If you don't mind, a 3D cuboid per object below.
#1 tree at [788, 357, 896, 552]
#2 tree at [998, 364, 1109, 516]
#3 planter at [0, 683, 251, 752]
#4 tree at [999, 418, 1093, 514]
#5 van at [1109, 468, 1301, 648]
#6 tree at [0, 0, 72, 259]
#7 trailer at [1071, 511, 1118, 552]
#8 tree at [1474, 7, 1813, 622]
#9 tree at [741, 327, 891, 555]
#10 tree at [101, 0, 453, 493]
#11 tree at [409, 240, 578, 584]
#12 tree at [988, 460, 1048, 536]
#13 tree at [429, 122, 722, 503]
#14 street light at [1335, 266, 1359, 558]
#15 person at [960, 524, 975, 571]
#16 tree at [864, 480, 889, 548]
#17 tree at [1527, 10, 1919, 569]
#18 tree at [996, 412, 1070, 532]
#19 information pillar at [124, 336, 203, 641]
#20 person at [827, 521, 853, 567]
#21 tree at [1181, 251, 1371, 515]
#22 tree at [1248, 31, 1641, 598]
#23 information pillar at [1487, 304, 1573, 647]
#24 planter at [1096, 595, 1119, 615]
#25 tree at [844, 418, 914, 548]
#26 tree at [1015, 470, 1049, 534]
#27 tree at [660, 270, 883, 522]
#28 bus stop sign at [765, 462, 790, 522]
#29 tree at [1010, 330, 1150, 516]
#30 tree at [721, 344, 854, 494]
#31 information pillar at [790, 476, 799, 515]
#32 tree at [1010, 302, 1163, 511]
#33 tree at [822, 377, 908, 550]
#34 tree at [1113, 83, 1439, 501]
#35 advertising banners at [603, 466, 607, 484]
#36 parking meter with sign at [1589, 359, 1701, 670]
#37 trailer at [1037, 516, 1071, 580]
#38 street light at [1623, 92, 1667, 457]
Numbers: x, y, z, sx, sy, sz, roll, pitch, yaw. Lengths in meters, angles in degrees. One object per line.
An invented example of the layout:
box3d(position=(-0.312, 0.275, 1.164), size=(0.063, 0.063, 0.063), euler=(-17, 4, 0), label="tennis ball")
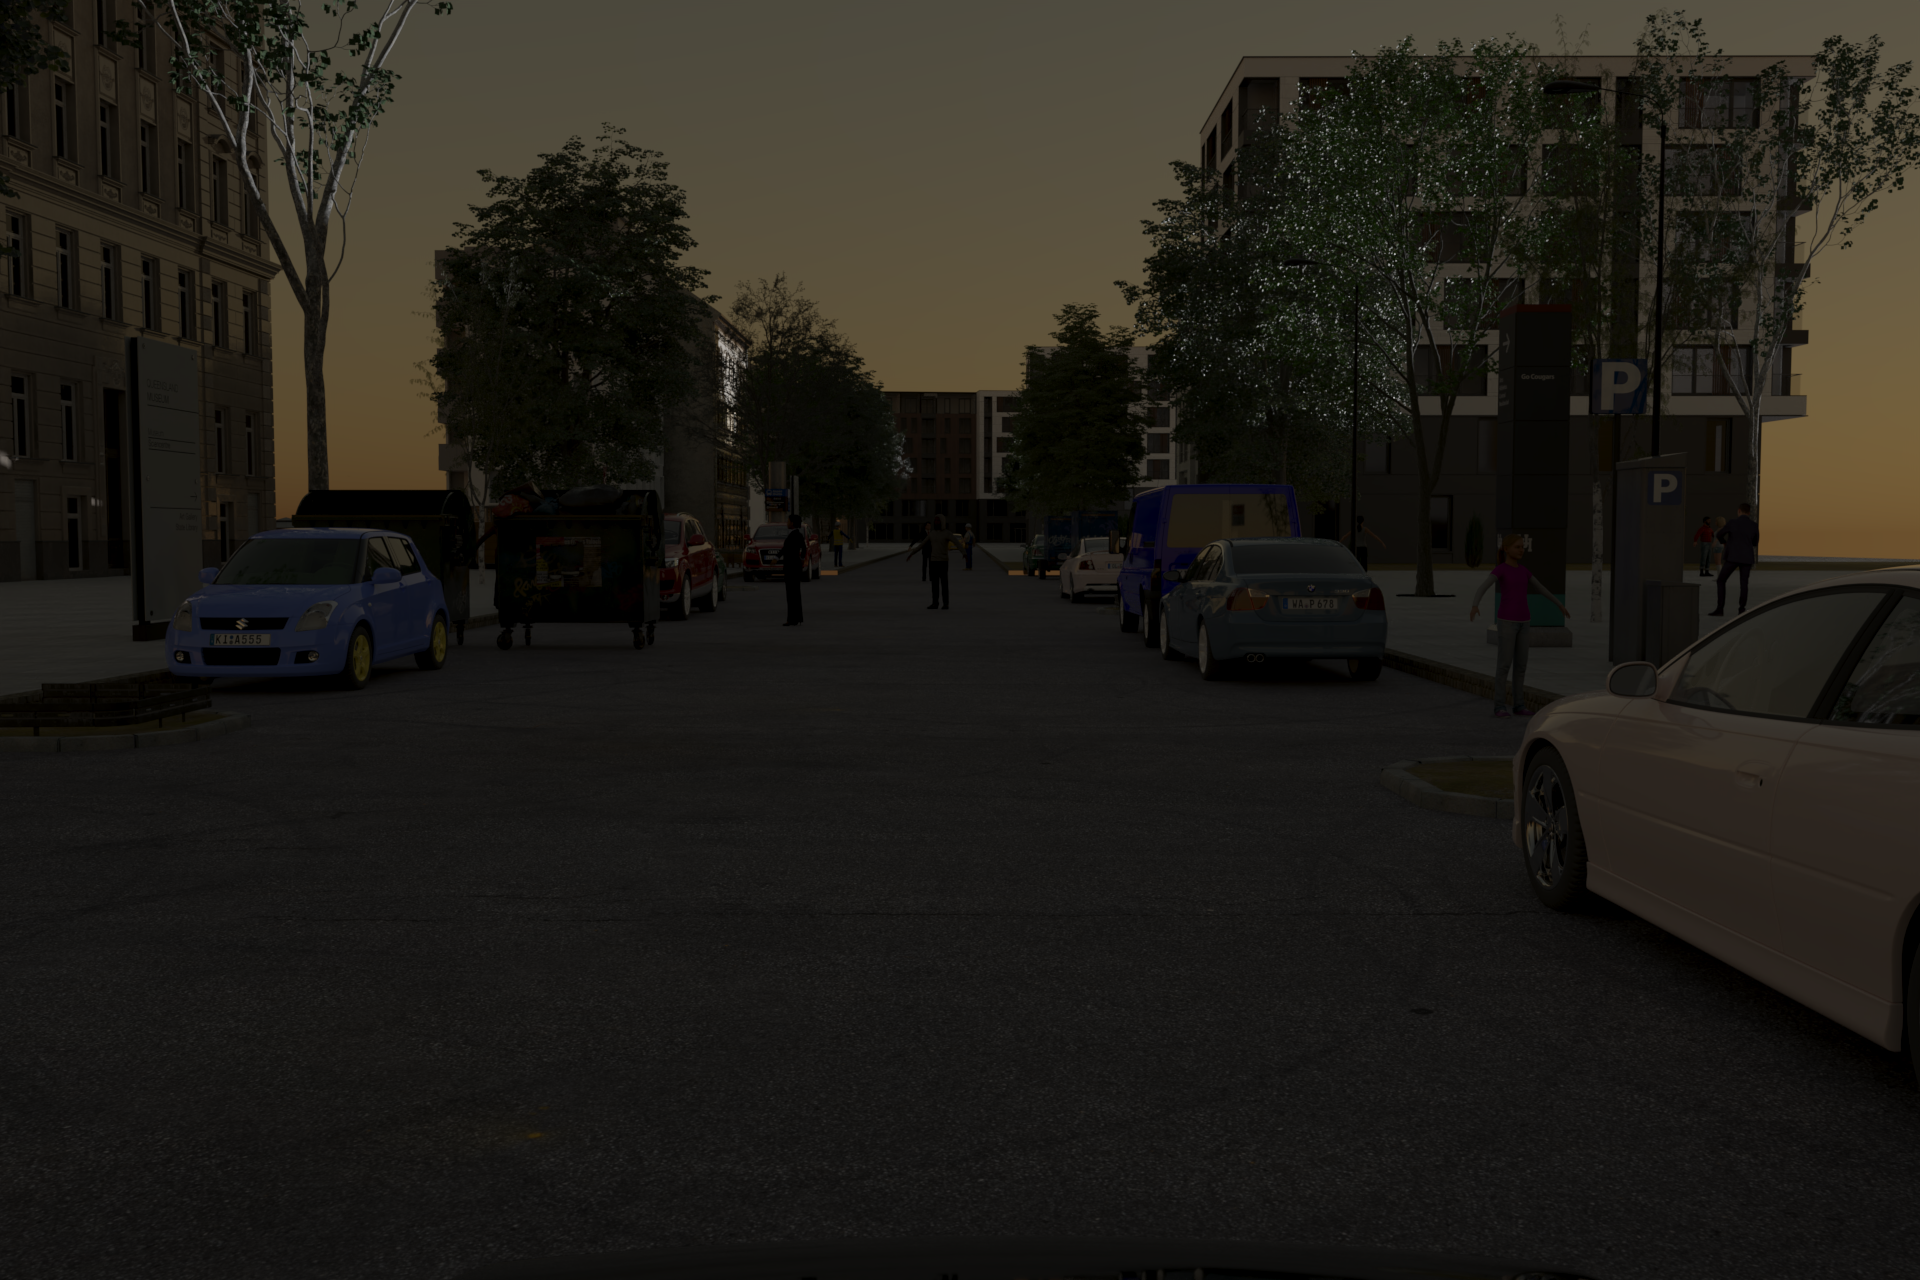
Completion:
box3d(position=(-9.292, -13.360, 125.084), size=(9.857, 13.997, 8.962), euler=(0, 3, 0), label="tree")
box3d(position=(6.081, -10.970, 105.108), size=(9.928, 11.665, 9.643), euler=(0, 3, 0), label="tree")
box3d(position=(-6.259, 0.536, 12.376), size=(1.991, 0.319, 1.994), euler=(0, 4, 0), label="planter")
box3d(position=(6.097, -11.254, 118.419), size=(7.601, 10.594, 8.767), euler=(-2, 4, -26), label="tree")
box3d(position=(3.272, -1.169, 23.505), size=(2.240, 2.365, 5.245), euler=(0, 4, -1), label="van")
box3d(position=(-12.159, -6.567, 14.033), size=(9.857, 13.997, 8.962), euler=(0, 3, 0), label="tree")
box3d(position=(3.348, -2.256, 43.927), size=(1.471, 1.999, 3.904), euler=(0, 3, 0), label="trailer")
box3d(position=(9.134, -4.576, 25.174), size=(4.360, 8.622, 3.978), euler=(0, 3, 0), label="tree")
box3d(position=(-8.863, -12.162, 105.510), size=(9.857, 13.997, 8.962), euler=(0, 3, 0), label="tree")
box3d(position=(-13.377, -10.731, 31.342), size=(12.611, 20.169, 13.585), euler=(0, 3, 0), label="tree")
box3d(position=(-12.386, -5.728, 44.017), size=(4.360, 8.622, 3.978), euler=(0, 3, 0), label="tree")
box3d(position=(6.744, -13.572, 156.306), size=(8.767, 10.594, 7.601), euler=(-1, 4, -10), label="tree")
box3d(position=(-12.442, -9.058, 54.749), size=(9.857, 13.997, 8.962), euler=(0, 3, 0), label="tree")
box3d(position=(7.230, -3.472, 29.316), size=(1.470, 5.913, 1.316), euler=(0, 4, 0), label="street light")
box3d(position=(0.310, -3.663, 68.203), size=(0.705, 1.847, 1.347), euler=(2, 4, 28), label="person")
box3d(position=(-8.503, -13.021, 163.253), size=(4.737, 8.622, 4.395), euler=(0, 3, 0), label="tree")
box3d(position=(27.823, -12.709, 63.681), size=(12.611, 20.169, 13.585), euler=(0, 3, 0), label="tree")
box3d(position=(6.836, -13.938, 146.012), size=(7.486, 12.596, 7.792), euler=(0, 3, 0), label="tree")
box3d(position=(-9.808, -1.840, 21.394), size=(0.184, 3.620, 1.656), euler=(0, 4, -1), label="information pillar")
box3d(position=(-4.714, -3.746, 67.709), size=(1.216, 1.772, 0.721), euler=(2, 4, 30), label="person")
box3d(position=(12.334, -9.187, 68.331), size=(7.486, 12.596, 7.792), euler=(0, 3, 0), label="tree")
box3d(position=(9.626, -6.692, 35.168), size=(9.928, 11.665, 9.643), euler=(0, 3, 0), label="tree")
box3d(position=(6.561, -1.865, 19.867), size=(0.750, 3.857, 0.750), euler=(0, 4, 1), label="information pillar")
box3d(position=(3.488, -0.627, 31.398), size=(1.991, 0.319, 1.994), euler=(0, 4, 1), label="planter")
box3d(position=(-9.205, -14.968, 155.090), size=(12.009, 13.543, 11.850), euler=(0, 3, 0), label="tree")
box3d(position=(6.854, -11.517, 138.661), size=(4.360, 8.622, 3.978), euler=(0, 3, 0), label="tree")
box3d(position=(-8.968, -10.453, 81.282), size=(12.009, 13.543, 11.850), euler=(0, 3, 0), label="tree")
box3d(position=(-6.649, -4.534, 63.147), size=(0.837, 3.901, 0.837), euler=(0, 4, -1), label="bus stop sign")
box3d(position=(6.599, -10.853, 95.566), size=(7.486, 12.596, 7.792), euler=(0, 3, 0), label="tree")
box3d(position=(-9.212, -10.316, 94.420), size=(9.928, 11.665, 9.643), euler=(0, 3, 0), label="tree")
box3d(position=(-6.708, -4.827, 70.241), size=(0.184, 3.620, 1.656), euler=(0, 4, 0), label="information pillar")
box3d(position=(6.139, -10.243, 85.597), size=(7.486, 12.596, 7.792), euler=(0, 3, 0), label="tree")
box3d(position=(-8.818, -14.323, 140.839), size=(9.857, 13.997, 8.962), euler=(0, 3, 0), label="tree")
box3d(position=(9.379, -8.830, 51.026), size=(9.857, 13.997, 8.962), euler=(0, 3, 0), label="tree")
box3d(position=(-9.103, -2.912, 43.807), size=(0.090, 3.025, 2.074), euler=(0, 4, -1), label="advertising banners")
box3d(position=(6.547, -1.237, 16.481), size=(0.543, 3.016, 1.738), euler=(0, 3, 0), label="parking meter with sign")
box3d(position=(3.207, -2.964, 55.510), size=(1.471, 1.999, 3.904), euler=(0, 4, 0), label="trailer")
box3d(position=(7.756, -2.775, 17.905), size=(1.470, 5.913, 1.316), euler=(0, 3, 0), label="street light")
